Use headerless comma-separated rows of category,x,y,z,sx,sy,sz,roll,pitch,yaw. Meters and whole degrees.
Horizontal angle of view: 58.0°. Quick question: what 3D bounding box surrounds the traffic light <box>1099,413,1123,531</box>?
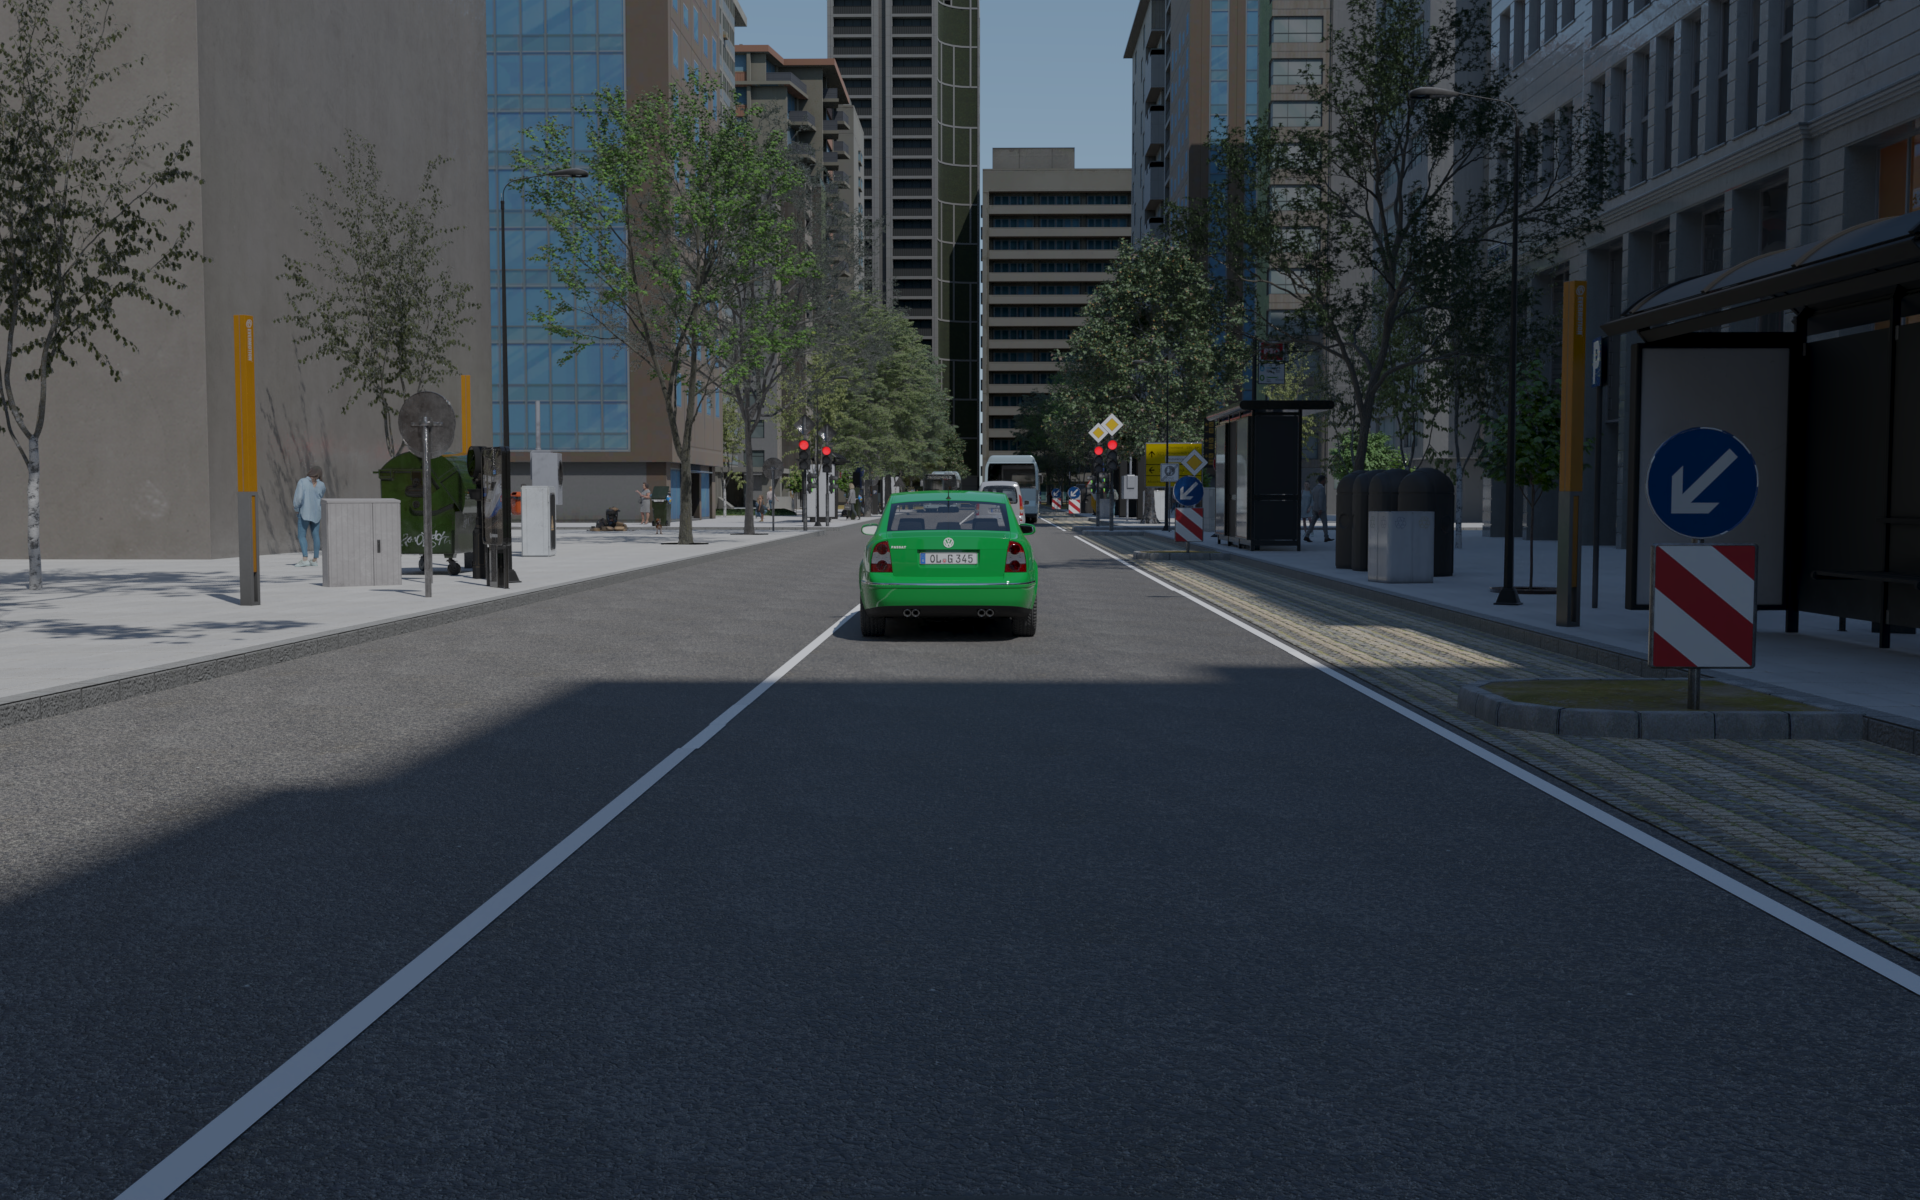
traffic light,5.262,-4.365,60.293,0.839,4.253,0.868,0,4,1

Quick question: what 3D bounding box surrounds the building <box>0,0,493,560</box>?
building,-31.446,-14.586,42.993,34.151,26.468,19.350,0,4,1

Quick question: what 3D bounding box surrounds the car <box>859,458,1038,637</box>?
car,-0.125,-0.611,18.787,1.959,1.807,4.718,0,4,0

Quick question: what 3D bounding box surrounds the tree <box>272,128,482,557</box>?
tree,-11.535,-5.178,35.015,4.360,8.622,3.978,0,3,0

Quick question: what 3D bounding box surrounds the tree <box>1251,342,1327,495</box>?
tree,15.684,-8.119,83.104,4.737,8.622,4.395,0,3,0

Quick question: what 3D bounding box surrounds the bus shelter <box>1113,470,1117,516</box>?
bus shelter,9.160,-6.450,96.744,1.731,3.624,6.357,0,4,1

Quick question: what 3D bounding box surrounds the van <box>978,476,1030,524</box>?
van,1.312,-3.092,57.560,2.013,2.044,4.112,0,4,1

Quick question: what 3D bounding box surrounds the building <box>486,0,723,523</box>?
building,-19.418,-26.433,82.295,14.600,45.320,14.200,0,4,1

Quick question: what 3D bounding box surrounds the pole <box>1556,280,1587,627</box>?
pole,5.893,-1.397,16.686,0.158,3.312,0.155,0,3,0

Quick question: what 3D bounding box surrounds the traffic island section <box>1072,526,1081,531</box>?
traffic island section,5.467,-2.820,68.390,2.009,0.180,2.903,0,4,1

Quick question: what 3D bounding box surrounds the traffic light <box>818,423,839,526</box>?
traffic light,-5.232,-4.866,68.481,0.839,4.253,0.868,0,4,1

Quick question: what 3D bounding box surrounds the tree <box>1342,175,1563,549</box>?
tree,11.954,-5.511,40.463,4.360,8.622,3.978,0,3,0

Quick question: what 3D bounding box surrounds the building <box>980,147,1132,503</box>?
building,13.739,-37.987,244.794,21.600,48.544,21.300,0,4,1

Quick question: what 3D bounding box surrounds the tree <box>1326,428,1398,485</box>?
tree,17.916,-5.711,77.084,4.285,4.588,4.351,0,3,0

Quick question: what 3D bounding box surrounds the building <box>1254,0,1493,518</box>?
building,26.081,-26.219,112.280,14.154,41.232,14.086,0,4,1

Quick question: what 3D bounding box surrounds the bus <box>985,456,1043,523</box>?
bus,2.776,-5.768,89.174,2.948,3.499,13.247,0,4,3

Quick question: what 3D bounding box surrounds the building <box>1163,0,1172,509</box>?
building,27.379,-43.879,155.670,20.563,71.187,20.611,0,4,1

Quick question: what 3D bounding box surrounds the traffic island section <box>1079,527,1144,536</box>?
traffic island section,5.302,-2.332,60.406,2.009,0.180,2.903,0,4,1

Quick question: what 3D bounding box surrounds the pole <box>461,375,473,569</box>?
pole,-8.480,-2.200,29.820,0.158,3.312,0.155,0,3,0

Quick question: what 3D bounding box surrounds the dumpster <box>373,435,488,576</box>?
dumpster,-8.452,-1.560,27.994,1.502,2.255,1.985,0,4,1

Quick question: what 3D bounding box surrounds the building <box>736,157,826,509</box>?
building,-19.248,-23.192,150.886,14.160,30.474,14.107,0,4,1

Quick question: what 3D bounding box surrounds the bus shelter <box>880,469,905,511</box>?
bus shelter,-5.391,-8.758,137.123,2.014,3.302,5.546,0,4,1

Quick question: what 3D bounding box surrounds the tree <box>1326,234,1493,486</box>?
tree,12.630,-5.998,48.431,4.737,8.622,4.395,0,3,0

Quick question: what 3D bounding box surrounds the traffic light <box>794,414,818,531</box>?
traffic light,-5.397,-4.378,60.498,0.839,4.253,0.868,0,4,1

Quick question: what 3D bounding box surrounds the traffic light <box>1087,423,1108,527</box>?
traffic light,5.427,-4.854,68.277,0.839,4.253,0.868,0,4,1

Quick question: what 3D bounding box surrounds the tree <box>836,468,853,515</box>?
tree,-6.872,-6.841,106.447,1.663,3.219,1.824,0,3,0

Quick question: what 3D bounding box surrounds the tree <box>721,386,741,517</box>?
tree,-12.990,-8.832,94.760,4.737,8.622,4.395,0,3,0

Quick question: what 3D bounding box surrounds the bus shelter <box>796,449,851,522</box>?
bus shelter,-6.321,-5.302,80.614,2.014,3.302,5.546,0,4,1

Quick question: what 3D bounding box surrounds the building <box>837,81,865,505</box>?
building,-22.389,-35.299,200.848,21.600,48.544,21.300,0,4,1

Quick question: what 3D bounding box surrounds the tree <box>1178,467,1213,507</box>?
tree,12.586,-5.850,90.245,1.663,3.219,1.824,0,3,0

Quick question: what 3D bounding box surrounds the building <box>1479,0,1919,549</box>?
building,20.850,-15.848,36.610,11.434,29.767,29.804,0,4,1

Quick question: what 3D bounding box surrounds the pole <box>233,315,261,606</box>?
pole,-8.172,-1.590,19.848,0.158,3.312,0.155,0,3,0

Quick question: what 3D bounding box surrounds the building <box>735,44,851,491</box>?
building,-22.544,-31.660,172.264,22.147,44.769,28.867,0,4,1

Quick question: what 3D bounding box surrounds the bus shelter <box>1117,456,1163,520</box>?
bus shelter,9.197,-5.899,87.738,1.731,3.624,6.357,0,4,1

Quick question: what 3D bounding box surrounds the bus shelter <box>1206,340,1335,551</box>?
bus shelter,7.376,-3.989,42.846,2.179,5.291,8.768,0,4,1

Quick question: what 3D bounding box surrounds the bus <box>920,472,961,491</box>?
bus,-1.376,-8.722,137.464,2.948,3.499,13.247,0,4,2

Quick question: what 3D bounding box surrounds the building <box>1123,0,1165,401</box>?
building,32.220,-36.141,180.145,28.713,52.752,27.495,0,4,1

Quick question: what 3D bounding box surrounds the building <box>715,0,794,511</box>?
building,-27.973,-25.871,114.869,32.217,40.220,23.993,0,4,1

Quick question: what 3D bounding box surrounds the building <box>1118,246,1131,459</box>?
building,25.451,-26.341,202.379,14.160,30.474,14.107,0,4,1

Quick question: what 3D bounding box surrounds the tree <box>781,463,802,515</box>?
tree,-10.283,-6.900,107.409,1.663,3.219,1.824,0,3,0

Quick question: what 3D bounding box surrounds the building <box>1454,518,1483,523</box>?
building,27.429,-24.212,79.461,14.086,41.232,14.154,0,4,1

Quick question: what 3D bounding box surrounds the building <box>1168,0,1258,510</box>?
building,23.850,-29.614,134.307,14.600,45.320,14.200,0,4,1

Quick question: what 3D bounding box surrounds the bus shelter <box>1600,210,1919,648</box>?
bus shelter,6.943,-1.198,13.518,2.014,3.302,5.546,0,4,1

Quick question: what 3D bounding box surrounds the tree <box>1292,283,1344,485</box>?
tree,13.319,-6.604,58.333,4.360,8.622,3.978,0,3,0

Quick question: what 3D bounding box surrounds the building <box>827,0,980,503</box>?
building,-7.533,-49.284,244.046,20.611,71.187,20.563,0,4,1
